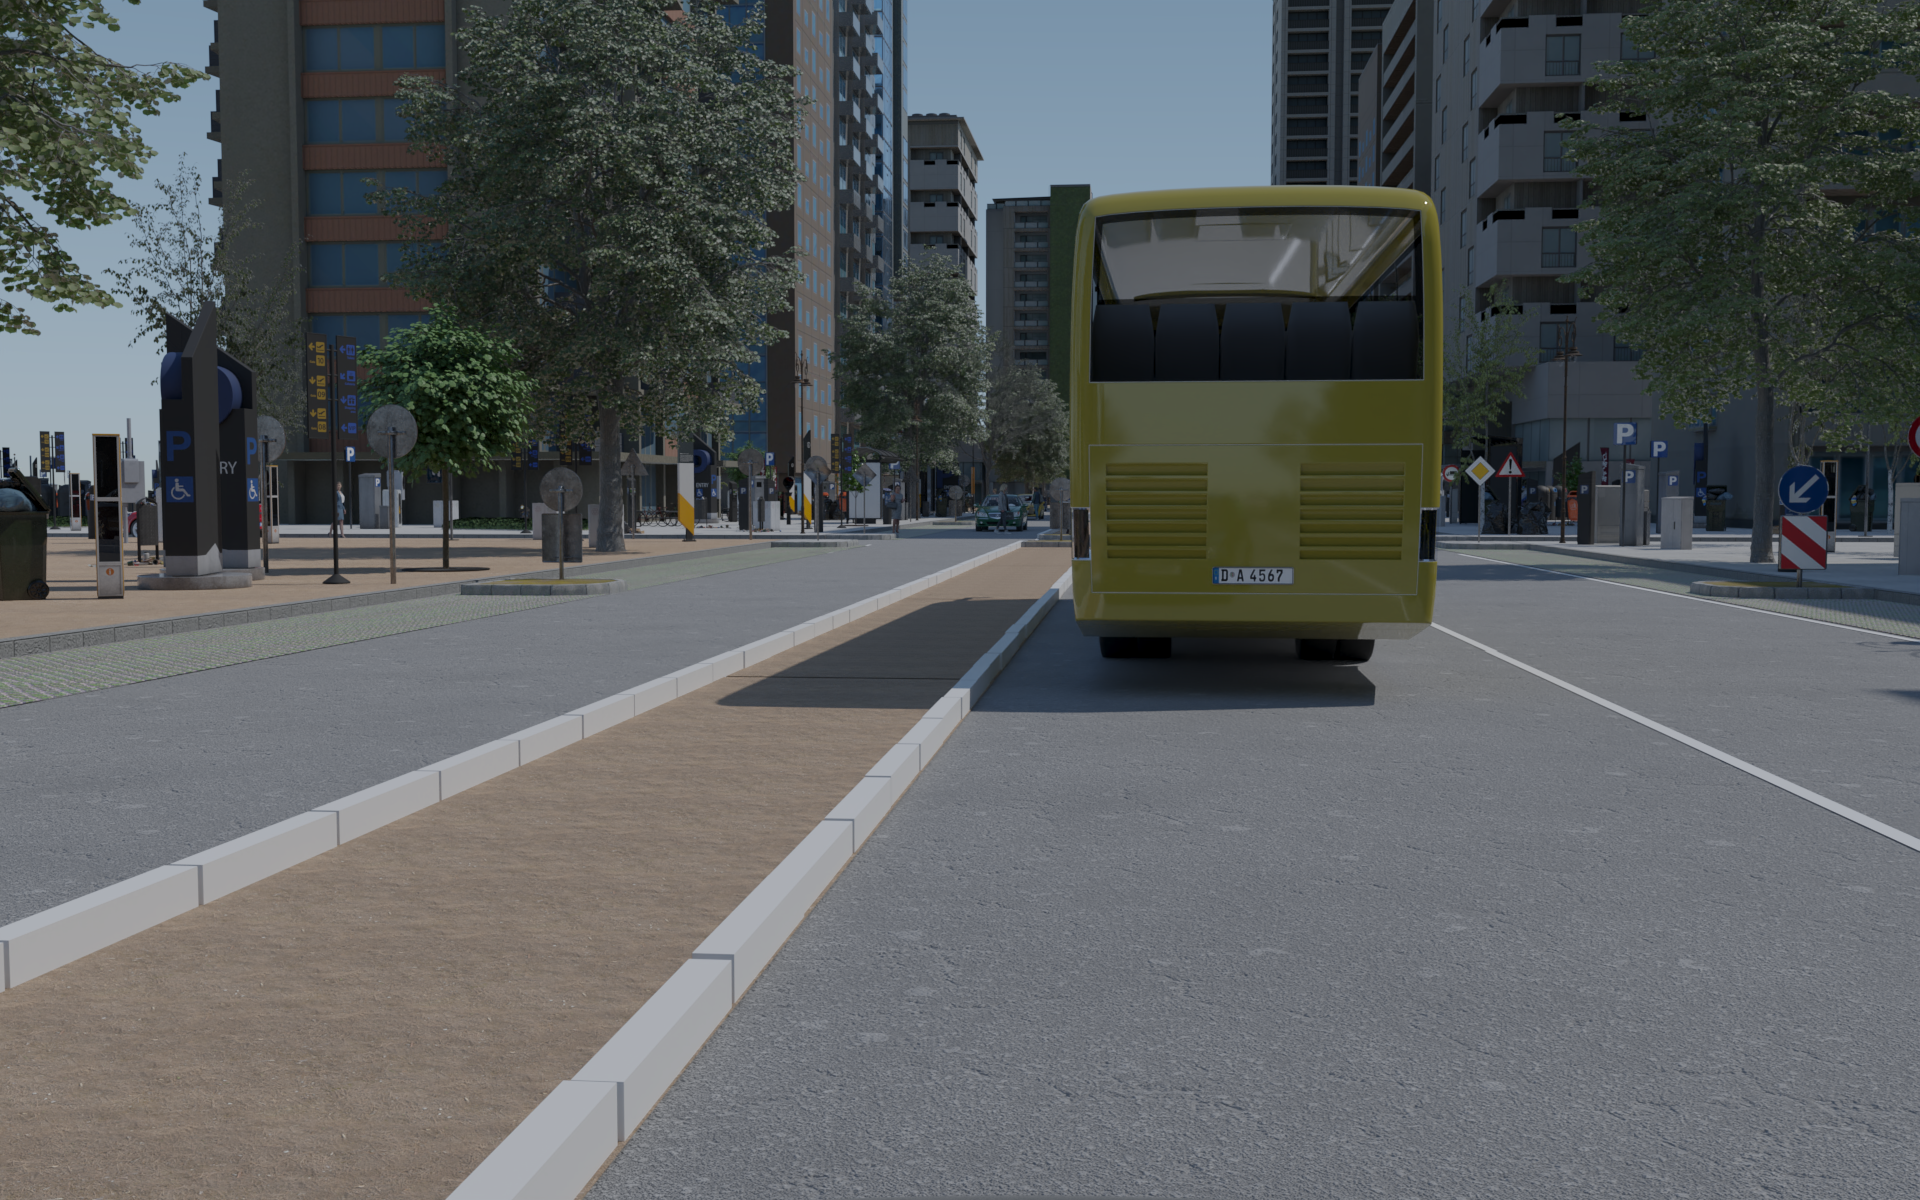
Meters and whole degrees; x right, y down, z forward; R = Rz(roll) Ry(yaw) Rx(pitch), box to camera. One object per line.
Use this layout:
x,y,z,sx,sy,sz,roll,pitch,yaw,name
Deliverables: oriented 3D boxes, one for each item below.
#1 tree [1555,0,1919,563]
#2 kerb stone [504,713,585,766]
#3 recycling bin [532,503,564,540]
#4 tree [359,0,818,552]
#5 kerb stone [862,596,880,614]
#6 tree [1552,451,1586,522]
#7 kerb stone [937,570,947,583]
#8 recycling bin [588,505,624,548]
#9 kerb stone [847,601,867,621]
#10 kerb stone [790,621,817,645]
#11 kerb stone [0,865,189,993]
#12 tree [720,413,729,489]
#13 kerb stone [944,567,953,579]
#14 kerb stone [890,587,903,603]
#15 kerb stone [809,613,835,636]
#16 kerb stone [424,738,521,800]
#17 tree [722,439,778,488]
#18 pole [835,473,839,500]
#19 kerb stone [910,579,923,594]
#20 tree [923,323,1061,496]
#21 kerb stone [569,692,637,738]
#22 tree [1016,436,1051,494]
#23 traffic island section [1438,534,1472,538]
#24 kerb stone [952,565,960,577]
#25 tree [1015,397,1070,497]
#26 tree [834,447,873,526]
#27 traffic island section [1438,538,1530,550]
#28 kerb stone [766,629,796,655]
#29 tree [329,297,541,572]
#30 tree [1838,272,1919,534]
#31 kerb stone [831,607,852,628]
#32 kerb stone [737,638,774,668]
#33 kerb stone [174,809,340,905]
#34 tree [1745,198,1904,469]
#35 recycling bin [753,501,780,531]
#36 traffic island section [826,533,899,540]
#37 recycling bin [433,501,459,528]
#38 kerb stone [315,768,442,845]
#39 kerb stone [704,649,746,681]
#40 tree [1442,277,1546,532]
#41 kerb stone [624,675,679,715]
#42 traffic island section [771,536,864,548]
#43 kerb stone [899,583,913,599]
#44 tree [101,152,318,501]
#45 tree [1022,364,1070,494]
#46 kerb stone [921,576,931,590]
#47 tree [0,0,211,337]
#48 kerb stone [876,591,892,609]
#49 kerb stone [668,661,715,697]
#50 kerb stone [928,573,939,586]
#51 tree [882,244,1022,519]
14.714,-6.988,32.373,7.486,12.596,7.792,0,3,0,tree
-2.306,0.776,9.561,0.120,0.150,1.000,0,4,6,kerb stone
-11.562,-2.210,48.685,0.722,1.027,0.722,0,4,4,recycling bin
-7.915,-8.050,38.267,9.857,13.997,8.962,0,3,0,tree
-1.127,0.087,20.769,0.120,0.150,1.000,0,4,6,kerb stone
27.991,-5.136,78.569,1.663,3.219,1.824,0,3,0,tree
-0.369,-0.344,27.905,0.120,0.150,1.000,0,4,6,kerb stone
-8.496,-1.776,41.598,0.722,1.027,0.722,0,4,1,recycling bin
-1.228,0.149,19.751,0.120,0.150,1.000,0,4,6,kerb stone
-1.556,0.340,16.699,0.120,0.150,1.000,0,4,6,kerb stone
-2.740,1.022,5.483,0.120,0.150,1.000,0,4,6,kerb stone
-16.062,-9.650,108.147,4.737,8.622,4.395,0,3,0,tree
-0.269,-0.411,28.926,0.120,0.150,1.000,0,4,6,kerb stone
-0.910,-0.033,22.814,0.120,0.150,1.000,0,4,6,kerb stone
-1.451,0.274,17.719,0.120,0.150,1.000,0,4,6,kerb stone
-2.415,0.837,8.545,0.120,0.150,1.000,0,4,6,kerb stone
-12.601,-7.301,103.081,4.285,4.588,4.351,0,3,0,tree
-8.344,-7.555,117.374,0.158,3.312,0.155,0,3,0,pole
-0.696,-0.162,24.852,0.120,0.150,1.000,0,4,6,kerb stone
1.974,-13.002,122.953,12.009,13.543,11.850,0,3,0,tree
-2.195,0.711,10.577,0.120,0.150,1.000,0,4,6,kerb stone
7.254,-13.906,177.726,4.360,8.622,3.978,0,3,0,tree
14.558,-1.921,53.684,2.009,0.180,2.903,0,4,6,traffic island section
-0.154,-0.474,29.941,0.120,0.150,1.000,0,4,6,kerb stone
9.667,-17.179,199.006,7.486,12.596,7.792,0,3,0,tree
-4.055,-4.559,69.134,1.663,3.219,1.824,0,3,0,tree
13.721,-1.435,45.742,2.009,0.180,2.903,0,4,6,traffic island section
-1.664,0.404,15.671,0.120,0.150,1.000,0,4,6,kerb stone
-8.729,-2.768,28.979,4.285,4.588,4.351,0,3,0,tree
29.970,-6.421,55.350,4.737,8.622,4.395,0,3,0,tree
-1.340,0.212,18.736,0.120,0.150,1.000,0,4,6,kerb stone
-1.763,0.461,14.651,0.120,0.150,1.000,0,4,6,kerb stone
-2.627,0.960,6.498,0.120,0.150,1.000,0,4,6,kerb stone
21.288,-5.683,43.271,4.360,8.622,3.978,0,3,0,tree
-6.766,-2.937,60.569,0.722,1.027,0.722,1,4,22,recycling bin
-3.085,-2.034,55.542,2.009,0.180,2.903,0,4,6,traffic island section
-19.656,-3.283,66.231,0.722,1.027,0.722,1,4,9,recycling bin
-2.522,0.897,7.523,0.120,0.150,1.000,0,4,6,kerb stone
-1.879,0.524,13.632,0.120,0.150,1.000,0,4,6,kerb stone
17.525,-6.626,58.693,4.737,8.622,4.395,0,3,0,tree
-2.090,0.648,11.593,0.120,0.150,1.000,0,4,6,kerb stone
-3.922,-1.549,47.600,2.009,0.180,2.903,0,4,6,traffic island section
-0.803,-0.100,23.836,0.120,0.150,1.000,0,4,6,kerb stone
-16.646,-5.388,38.450,4.360,8.622,3.978,0,3,0,tree
6.436,-15.976,167.864,9.857,13.997,8.962,0,3,0,tree
-0.592,-0.221,25.869,0.120,0.150,1.000,0,4,6,kerb stone
-9.952,-5.875,14.179,7.486,12.596,7.792,0,3,0,tree
-1.016,0.025,21.788,0.120,0.150,1.000,0,4,6,kerb stone
-1.982,0.587,12.611,0.120,0.150,1.000,0,4,6,kerb stone
-0.483,-0.287,26.887,0.120,0.150,1.000,0,4,6,kerb stone
-2.389,-11.227,90.223,9.857,13.997,8.962,0,3,0,tree
